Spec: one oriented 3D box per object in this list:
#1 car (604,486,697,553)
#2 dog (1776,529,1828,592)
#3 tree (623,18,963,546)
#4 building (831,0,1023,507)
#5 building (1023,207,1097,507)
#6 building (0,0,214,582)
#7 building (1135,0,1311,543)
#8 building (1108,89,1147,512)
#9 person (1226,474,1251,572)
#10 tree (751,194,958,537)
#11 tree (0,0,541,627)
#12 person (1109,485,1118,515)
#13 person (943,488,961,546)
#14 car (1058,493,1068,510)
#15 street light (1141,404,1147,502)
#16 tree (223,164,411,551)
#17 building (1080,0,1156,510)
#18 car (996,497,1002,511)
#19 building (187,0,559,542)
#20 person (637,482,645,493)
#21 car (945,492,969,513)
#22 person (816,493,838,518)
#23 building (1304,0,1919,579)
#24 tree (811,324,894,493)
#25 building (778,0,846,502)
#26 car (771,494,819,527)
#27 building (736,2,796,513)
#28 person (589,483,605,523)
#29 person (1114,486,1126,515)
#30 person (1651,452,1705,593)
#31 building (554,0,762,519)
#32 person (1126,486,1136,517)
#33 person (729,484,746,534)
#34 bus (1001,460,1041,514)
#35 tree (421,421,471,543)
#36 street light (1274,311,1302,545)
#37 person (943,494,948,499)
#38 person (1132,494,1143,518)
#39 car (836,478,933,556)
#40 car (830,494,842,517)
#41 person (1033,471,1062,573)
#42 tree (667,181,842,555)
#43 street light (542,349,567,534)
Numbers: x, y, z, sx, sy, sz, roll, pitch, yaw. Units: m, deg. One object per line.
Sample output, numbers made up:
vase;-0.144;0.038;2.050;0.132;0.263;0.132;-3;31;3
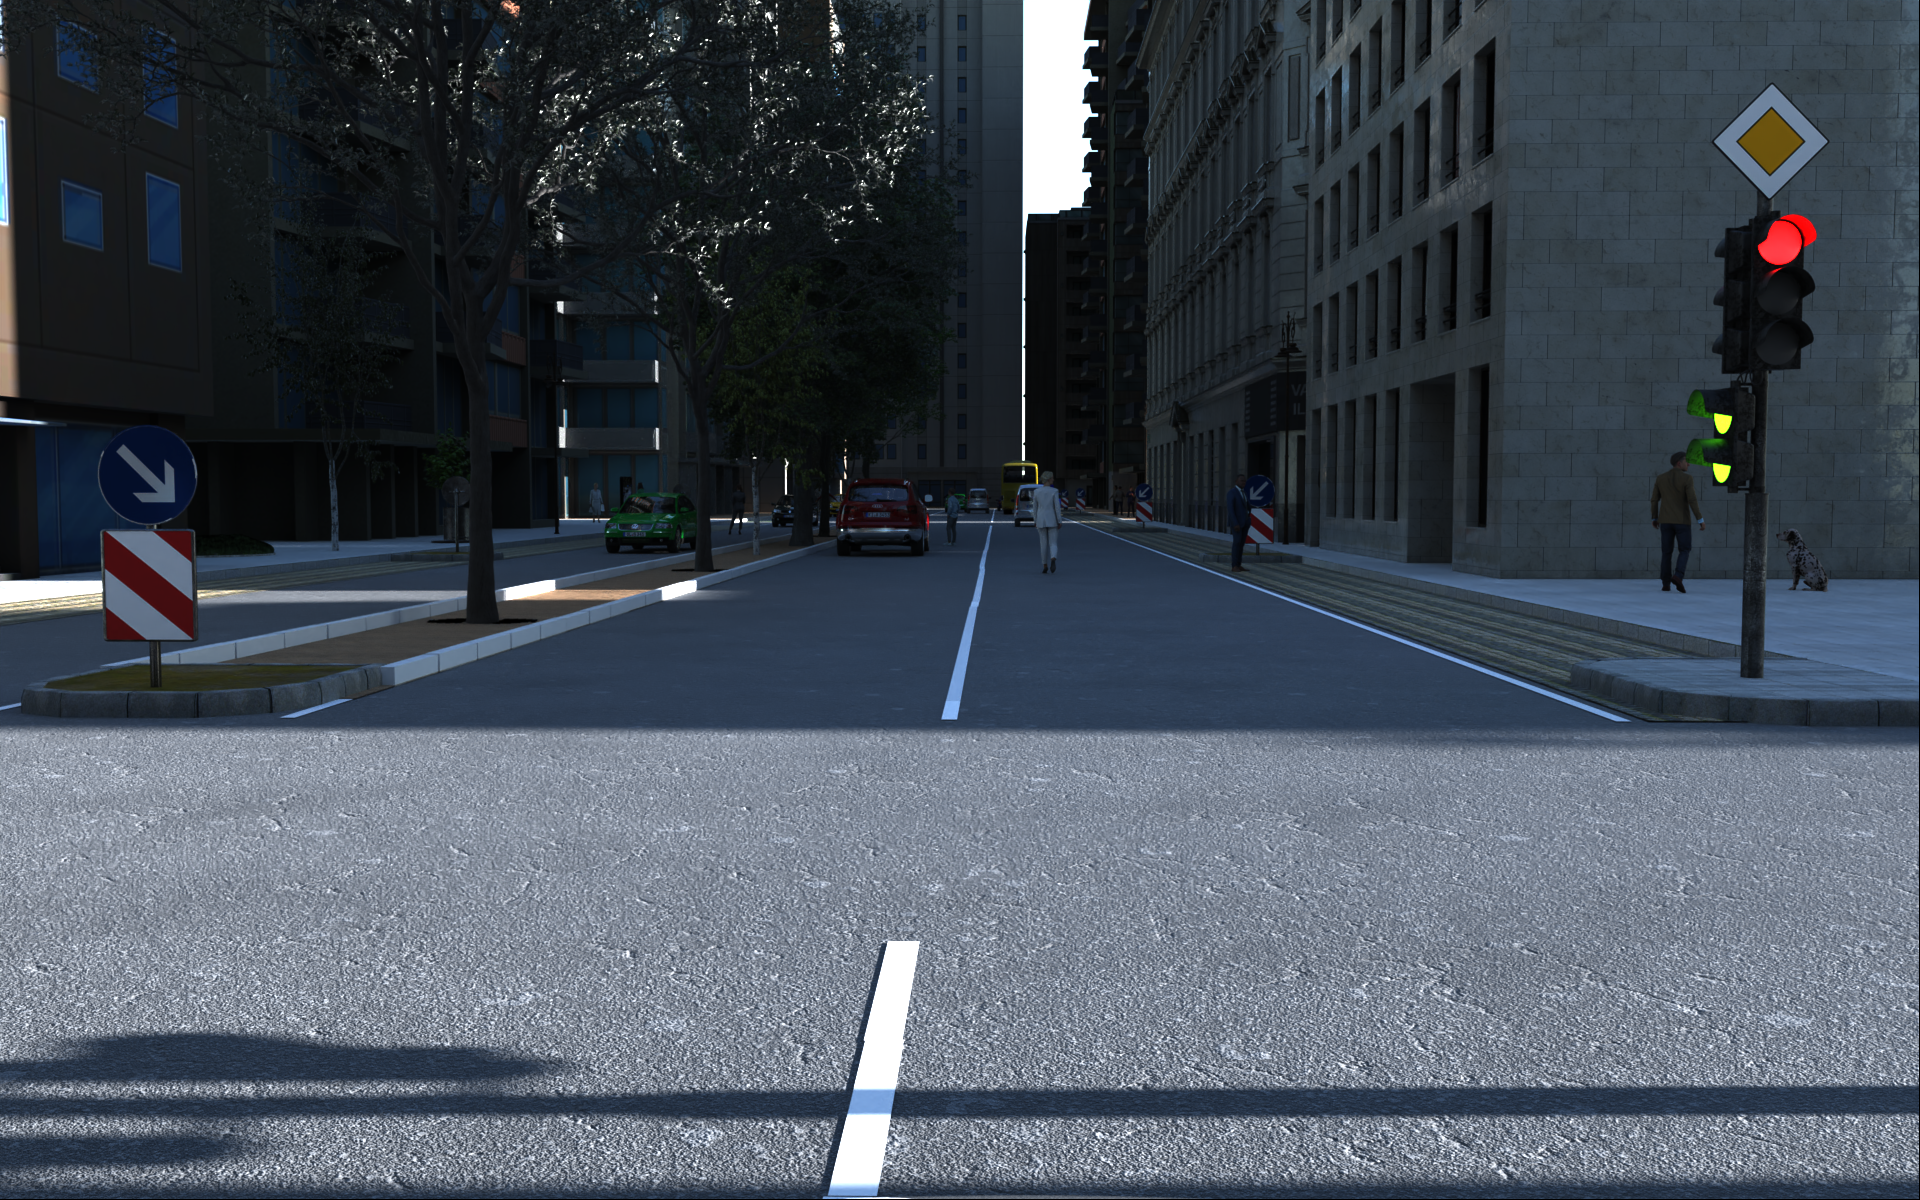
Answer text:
car;-7.657;-2.125;43.540;1.959;1.807;4.718;0;4;2
dog;11.259;-0.523;22.937;0.513;0.831;0.800;0;4;-6
tree;-4.347;-8.445;47.188;9.857;13.997;8.962;0;3;0
building;-7.589;-39.074;180.860;28.212;58.520;21.231;0;4;1
building;13.608;-24.803;177.235;14.107;30.474;14.160;0;4;1
building;-20.777;-22.849;23.700;14.600;45.320;14.200;0;4;1
building;16.694;-17.584;63.918;17.030;29.872;44.131;0;4;1
building;17.869;-21.734;127.054;14.160;30.474;14.107;0;4;1
person;5.144;-1.425;31.982;0.419;1.800;0.721;2;4;34
tree;-4.414;-7.891;57.236;9.928;11.665;9.643;0;3;0
tree;-5.256;-6.470;18.610;12.009;13.543;11.850;0;3;0
person;9.519;-6.131;106.288;0.705;1.823;1.348;-1;4;-18
person;-0.223;-2.326;48.348;0.330;1.601;0.589;3;5;40
car;8.307;-8.443;147.639;1.945;1.707;3.694;0;4;0
street light;9.303;-6.970;86.746;0.468;5.910;1.993;0;4;1
tree;-14.146;-5.407;38.761;4.360;8.622;3.978;0;3;0
building;21.747;-30.179;148.049;22.147;44.769;28.867;0;4;1
car;4.026;-8.215;146.895;1.945;1.354;3.894;0;4;1
building;-25.626;-24.730;58.966;22.147;44.769;28.867;0;4;1
person;-13.991;-4.255;75.853;0.529;1.795;0.600;1;4;13
car;-0.204;-7.779;135.984;1.959;1.807;4.718;0;4;3
person;-7.843;-5.719;101.976;1.348;1.831;0.705;-1;4;-9
building;13.545;-10.953;33.833;10.420;20.320;16.860;0;4;1
tree;-4.159;-6.834;64.555;4.360;8.622;3.978;0;3;0
building;-17.993;-30.918;155.616;14.200;45.320;14.600;0;4;1
car;-7.265;-4.077;76.451;2.009;1.686;4.222;0;4;1
building;-21.950;-42.133;127.124;20.563;71.187;20.611;0;4;1
person;-16.276;-4.355;77.601;0.694;1.780;0.624;-1;4;-10
person;9.618;-5.952;103.892;0.617;1.759;0.750;1;4;19
person;9.401;-1.023;22.686;0.656;1.842;0.836;1;4;18
building;-24.864;-29.527;102.372;23.786;49.044;30.456;0;4;1
person;9.542;-5.491;96.738;0.541;1.710;0.530;1;4;12
person;-7.900;-3.216;61.351;0.520;1.790;0.573;-3;4;-37
bus;4.406;-8.210;125.784;2.896;3.916;12.252;0;4;3
tree;-13.298;-3.121;45.630;1.663;3.219;1.824;0;3;0
street light;8.296;-4.351;43.927;0.468;5.910;1.993;0;4;1
person;-0.980;-9.097;158.058;1.217;1.723;0.721;1;4;9
person;9.460;-5.215;91.833;0.617;1.759;0.750;2;4;30
car;-1.808;-2.019;41.682;2.281;1.827;5.304;0;4;1
car;-7.259;-6.004;108.384;2.015;1.641;3.980;0;4;3
person;1.568;-1.386;31.034;0.514;1.842;0.818;0;4;1
tree;-4.715;-5.331;39.974;4.737;8.622;4.395;0;3;0
street light;-12.957;-5.058;55.486;0.468;5.910;1.993;0;4;1
